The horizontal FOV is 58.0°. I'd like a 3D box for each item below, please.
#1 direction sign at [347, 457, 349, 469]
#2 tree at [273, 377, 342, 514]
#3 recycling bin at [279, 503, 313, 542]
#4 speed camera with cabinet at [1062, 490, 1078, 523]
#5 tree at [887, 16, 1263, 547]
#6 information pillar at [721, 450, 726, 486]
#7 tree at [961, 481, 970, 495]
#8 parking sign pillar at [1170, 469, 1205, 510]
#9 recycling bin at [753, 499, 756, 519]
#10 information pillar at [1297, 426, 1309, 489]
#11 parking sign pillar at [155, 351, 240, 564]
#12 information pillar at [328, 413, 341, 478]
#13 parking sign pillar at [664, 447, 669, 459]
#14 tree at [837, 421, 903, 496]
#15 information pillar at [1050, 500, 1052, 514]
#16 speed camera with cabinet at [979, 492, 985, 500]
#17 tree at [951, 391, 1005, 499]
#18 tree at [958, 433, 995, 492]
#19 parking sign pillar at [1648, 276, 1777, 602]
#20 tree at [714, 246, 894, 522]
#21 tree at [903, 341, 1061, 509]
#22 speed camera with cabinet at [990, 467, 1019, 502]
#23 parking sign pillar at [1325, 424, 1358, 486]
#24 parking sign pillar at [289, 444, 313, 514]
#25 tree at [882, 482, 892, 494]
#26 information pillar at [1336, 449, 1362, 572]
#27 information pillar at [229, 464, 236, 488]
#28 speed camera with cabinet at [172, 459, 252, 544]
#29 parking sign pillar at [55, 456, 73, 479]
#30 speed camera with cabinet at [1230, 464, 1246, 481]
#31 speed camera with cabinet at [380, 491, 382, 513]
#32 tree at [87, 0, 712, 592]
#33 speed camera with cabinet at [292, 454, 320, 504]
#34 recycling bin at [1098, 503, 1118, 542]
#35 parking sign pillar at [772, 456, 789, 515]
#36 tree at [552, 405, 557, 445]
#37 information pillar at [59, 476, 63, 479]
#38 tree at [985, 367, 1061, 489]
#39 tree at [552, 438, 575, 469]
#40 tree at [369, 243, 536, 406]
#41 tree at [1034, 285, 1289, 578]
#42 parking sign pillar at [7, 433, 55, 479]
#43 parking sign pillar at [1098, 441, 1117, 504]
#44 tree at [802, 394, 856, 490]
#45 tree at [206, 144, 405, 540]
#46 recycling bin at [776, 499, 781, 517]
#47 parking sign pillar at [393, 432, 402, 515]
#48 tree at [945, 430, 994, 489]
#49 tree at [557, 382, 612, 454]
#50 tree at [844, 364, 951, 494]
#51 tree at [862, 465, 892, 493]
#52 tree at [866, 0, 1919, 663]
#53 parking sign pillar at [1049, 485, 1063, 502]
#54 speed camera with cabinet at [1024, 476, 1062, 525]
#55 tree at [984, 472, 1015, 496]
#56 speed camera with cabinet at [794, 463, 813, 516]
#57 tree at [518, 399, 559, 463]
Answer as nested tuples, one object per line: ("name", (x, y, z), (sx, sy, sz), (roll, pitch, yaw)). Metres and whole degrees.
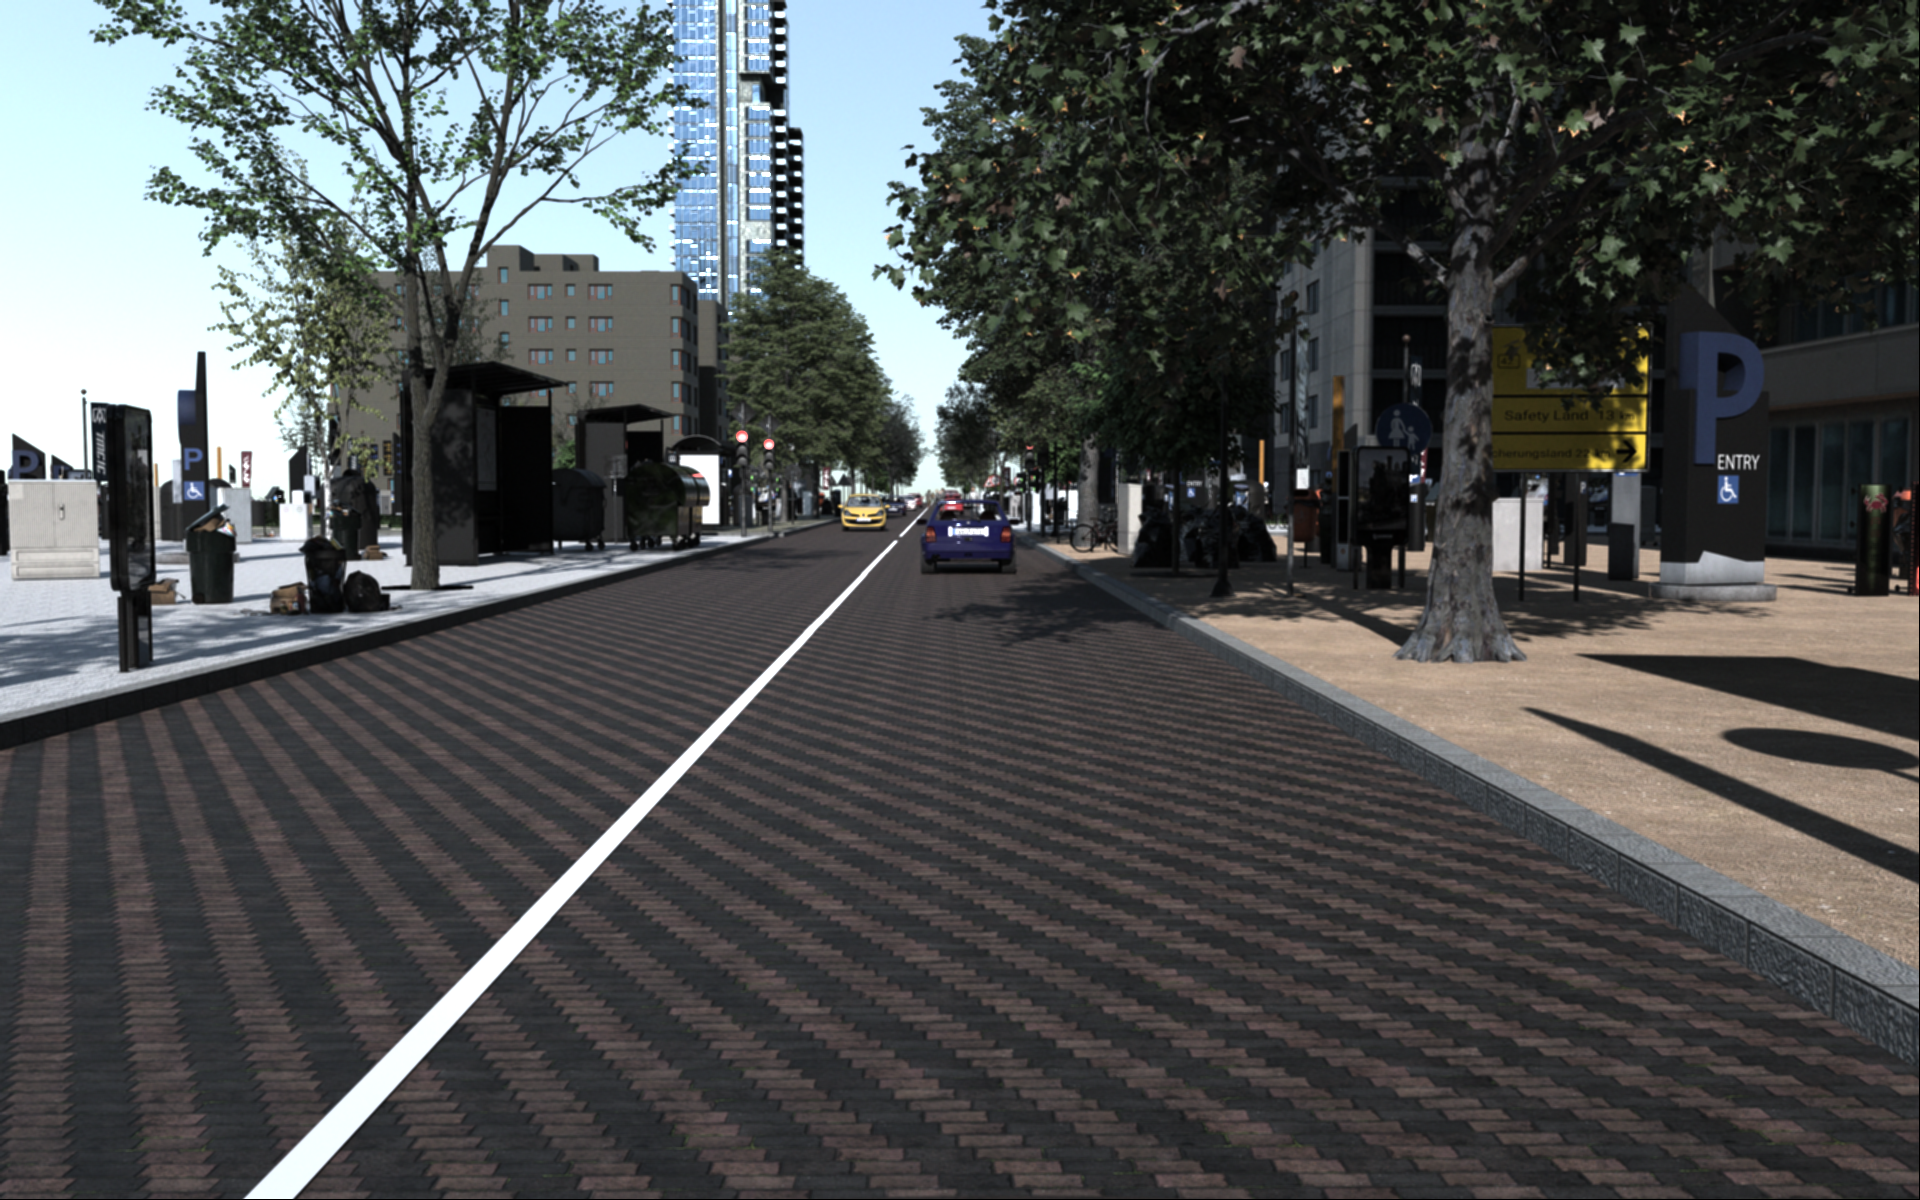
("direction sign", (-37.105, -6.976, 106.058), (0.876, 3.537, 0.379), (1, 4, 15))
("tree", (-39.743, -9.526, 106.106), (4.360, 8.622, 3.978), (0, 3, 0))
("recycling bin", (-17.928, -2.093, 46.779), (0.722, 1.027, 0.722), (-1, 4, -10))
("speed camera with cabinet", (4.252, -5.005, 76.171), (2.038, 3.252, 0.660), (0, 4, -3))
("tree", (3.107, -8.269, 41.848), (9.857, 13.997, 8.962), (0, 3, 0))
("information pillar", (-11.829, -5.777, 85.814), (0.504, 3.616, 0.183), (0, 4, 2))
("tree", (0.844, -16.812, 269.478), (1.663, 3.219, 1.824), (0, 3, 0))
("parking sign pillar", (8.455, -4.635, 64.249), (1.447, 3.967, 1.447), (-2, 4, -29))
("recycling bin", (-10.773, -4.637, 88.367), (0.722, 1.027, 0.722), (0, 4, -4))
("information pillar", (9.899, -3.589, 50.043), (0.504, 3.616, 0.183), (-3, 5, -43))
("parking sign pillar", (-14.207, -2.672, 32.161), (1.447, 3.967, 1.447), (-1, 4, -21))
("information pillar", (-18.162, -3.608, 50.345), (0.183, 3.616, 0.504), (1, 4, 10))
("parking sign pillar", (-16.770, -6.795, 99.571), (1.447, 3.967, 1.447), (-1, 4, -18))
("tree", (-9.193, -14.614, 173.355), (8.767, 10.594, 7.601), (1, 4, 16))
("information pillar", (5.637, -6.147, 104.996), (0.304, 2.012, 0.304), (2, 4, 26))
("speed camera with cabinet", (2.528, -8.406, 131.776), (2.038, 3.252, 0.660), (-1, 4, -13))
("tree", (1.200, -17.816, 201.658), (12.009, 13.543, 11.850), (0, 3, 0))
("tree", (1.908, -12.716, 158.263), (4.360, 8.622, 3.978), (0, 3, 0))
("parking sign pillar", (9.220, -1.997, 21.123), (1.447, 3.967, 1.447), (-2, 4, -24))
("tree", (-7.885, -9.897, 79.936), (7.486, 12.596, 7.792), (0, 3, 0))
("tree", (2.238, -10.095, 99.463), (8.767, 10.594, 7.601), (1, 4, 16))
("speed camera with cabinet", (3.303, -8.219, 128.723), (2.038, 3.252, 0.660), (1, 4, 10))
("parking sign pillar", (14.528, -4.744, 66.030), (1.447, 3.967, 1.447), (-2, 4, -35))
("parking sign pillar", (-35.507, -6.409, 93.257), (1.447, 3.967, 1.447), (2, 4, 29))
("tree", (-8.761, -13.097, 208.731), (1.663, 3.219, 1.824), (0, 3, 0))
("information pillar", (6.448, -1.478, 28.654), (0.304, 2.012, 0.304), (-2, 4, -33))
("information pillar", (-56.439, -8.748, 134.384), (0.504, 3.616, 0.183), (0, 4, 5))
("speed camera with cabinet", (-18.996, -3.038, 44.002), (0.660, 3.252, 2.038), (1, 4, 23))
("parking sign pillar", (-60.656, -7.871, 117.158), (1.447, 3.967, 1.447), (-2, 4, -35))
("speed camera with cabinet", (13.168, -5.280, 80.662), (0.660, 3.252, 2.038), (2, 4, 28))
("speed camera with cabinet", (-27.906, -5.289, 80.811), (0.660, 3.252, 2.038), (1, 4, 21))
("tree", (-7.072, -5.953, 23.082), (9.928, 11.665, 9.643), (0, 3, 0))
("speed camera with cabinet", (-31.710, -5.486, 84.035), (0.660, 3.252, 2.038), (0, 4, 3))
("recycling bin", (3.869, -2.076, 46.499), (0.722, 1.027, 0.722), (0, 4, 8))
("parking sign pillar", (-11.271, -7.371, 108.989), (1.447, 3.967, 1.447), (2, 4, 29))
("tree", (-25.433, -8.953, 96.740), (4.360, 8.622, 3.978), (0, 3, 0))
("information pillar", (-35.635, -3.942, 68.942), (0.304, 2.012, 0.304), (-3, 5, -44))
("tree", (3.506, -8.368, 87.181), (4.737, 8.622, 4.395), (0, 3, 0))
("tree", (-19.010, -6.325, 87.120), (4.285, 4.588, 4.351), (0, 3, 0))
("tree", (-14.138, -5.976, 48.066), (4.360, 8.622, 3.978), (0, 3, 0))
("tree", (3.448, -2.650, 27.041), (4.285, 4.588, 4.351), (0, 3, 0))
("parking sign pillar", (-41.240, -5.396, 76.697), (1.447, 3.967, 1.447), (-1, 4, -11))
("parking sign pillar", (5.114, -4.388, 60.218), (1.447, 3.967, 1.447), (1, 4, 16))
("tree", (-8.044, -9.044, 98.229), (4.360, 8.622, 3.978), (0, 3, 0))
("tree", (-13.516, -5.276, 36.625), (4.737, 8.622, 4.395), (0, 3, 0))
("recycling bin", (-10.001, -5.245, 98.303), (0.722, 1.027, 0.722), (-2, 4, -24))
("parking sign pillar", (-24.347, -5.376, 76.371), (1.447, 3.967, 1.447), (2, 4, 26))
("tree", (1.267, -20.411, 251.848), (7.486, 12.596, 7.792), (0, 3, 0))
("tree", (-24.368, -9.874, 111.806), (4.360, 8.622, 3.978), (0, 3, 0))
("tree", (-8.103, -15.282, 160.227), (12.009, 13.543, 11.850), (0, 3, 0))
("tree", (-9.082, -12.563, 189.122), (4.285, 4.588, 4.351), (0, 3, 0))
("tree", (4.047, -5.883, 13.190), (9.611, 12.733, 9.660), (0, 3, 0))
("parking sign pillar", (6.338, -7.693, 114.253), (1.447, 3.967, 1.447), (-1, 4, -16))
("speed camera with cabinet", (3.387, -4.789, 72.628), (0.660, 3.252, 2.038), (-2, 4, -27))
("tree", (3.053, -8.053, 126.274), (1.663, 3.219, 1.824), (0, 3, 0))
("speed camera with cabinet", (-9.102, -6.610, 102.404), (0.660, 3.252, 2.038), (-3, 4, -37))
("tree", (-32.426, -11.036, 130.803), (4.737, 8.622, 4.395), (0, 3, 0))
